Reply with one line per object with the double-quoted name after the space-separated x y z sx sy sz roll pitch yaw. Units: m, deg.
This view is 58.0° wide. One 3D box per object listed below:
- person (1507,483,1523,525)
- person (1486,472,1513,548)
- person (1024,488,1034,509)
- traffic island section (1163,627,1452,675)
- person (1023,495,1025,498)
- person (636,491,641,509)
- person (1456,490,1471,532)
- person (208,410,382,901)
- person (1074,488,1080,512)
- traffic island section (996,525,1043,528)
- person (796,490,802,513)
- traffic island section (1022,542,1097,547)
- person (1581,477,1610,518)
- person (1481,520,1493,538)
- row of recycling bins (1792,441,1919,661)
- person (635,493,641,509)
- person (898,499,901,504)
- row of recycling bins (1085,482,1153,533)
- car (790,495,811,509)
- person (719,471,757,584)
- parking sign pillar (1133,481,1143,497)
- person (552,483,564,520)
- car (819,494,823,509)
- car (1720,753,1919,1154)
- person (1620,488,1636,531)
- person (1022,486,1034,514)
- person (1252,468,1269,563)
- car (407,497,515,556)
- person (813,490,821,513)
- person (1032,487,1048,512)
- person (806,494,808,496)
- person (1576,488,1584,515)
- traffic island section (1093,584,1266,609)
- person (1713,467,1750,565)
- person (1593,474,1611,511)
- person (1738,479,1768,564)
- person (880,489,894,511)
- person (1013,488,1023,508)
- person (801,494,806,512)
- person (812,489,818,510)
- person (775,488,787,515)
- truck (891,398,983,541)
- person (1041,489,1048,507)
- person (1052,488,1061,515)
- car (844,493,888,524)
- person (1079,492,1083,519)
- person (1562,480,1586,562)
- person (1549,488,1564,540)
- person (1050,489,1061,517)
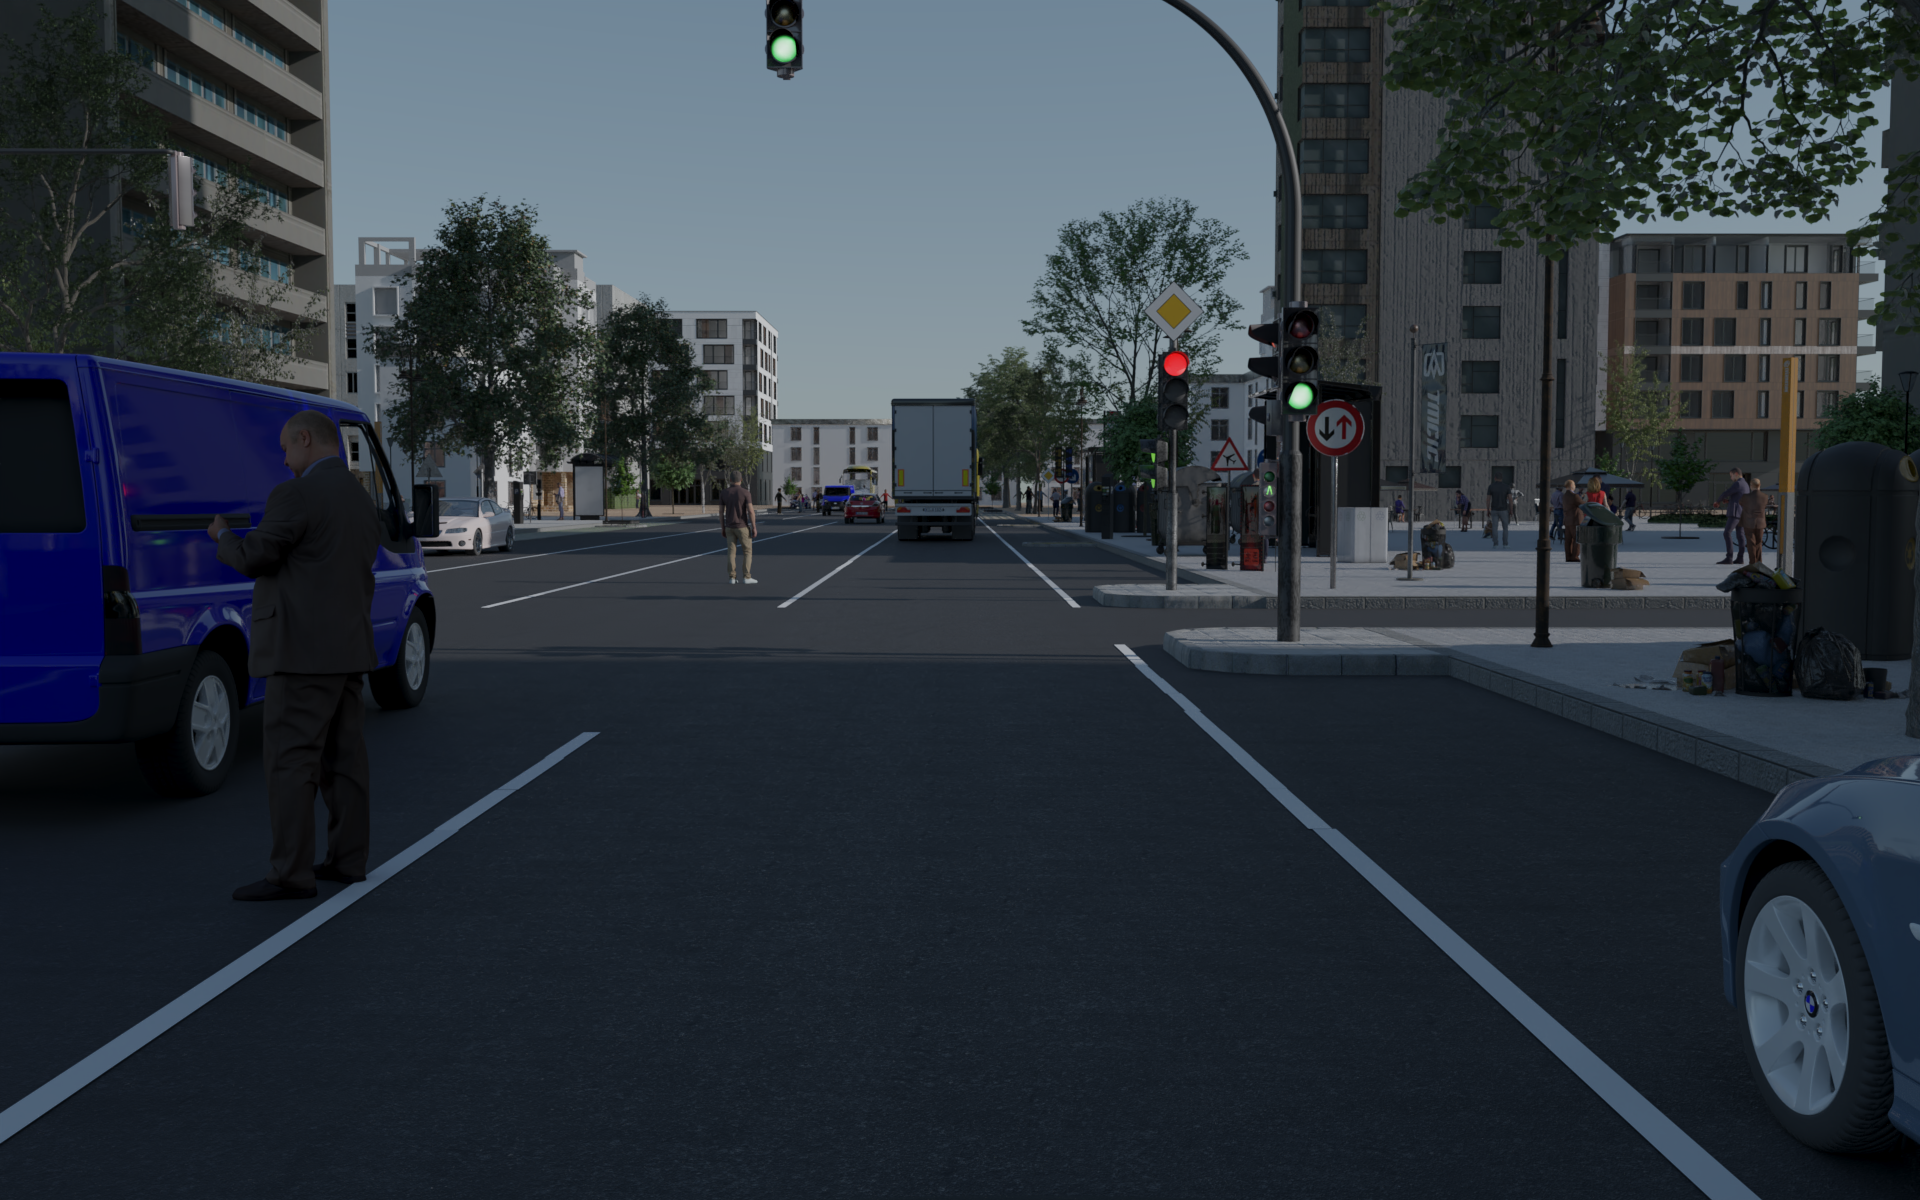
22.588 -3.920 70.857 0.841 1.734 0.376 1 4 9 "person"
12.747 -2.124 40.890 0.598 1.807 0.434 2 4 27 "person"
5.979 -8.693 148.178 0.705 1.822 1.348 3 5 45 "person"
2.882 0.437 15.143 2.009 0.180 2.903 0 4 0 "traffic island section"
5.341 -7.795 134.219 1.217 1.735 0.721 -2 4 -35 "person"
-28.263 -8.934 152.644 0.750 1.759 0.617 1 4 21 "person"
16.965 -3.007 58.444 0.697 1.427 0.421 -3 4 -39 "person"
-2.416 0.176 6.307 0.600 1.739 0.565 -1 4 -15 "person"
8.606 -7.331 126.610 0.721 1.736 1.217 -1 4 -15 "person"
2.584 -3.201 75.200 1.991 0.108 1.994 0 4 0 "traffic island section"
-12.192 -7.460 131.184 0.721 1.735 1.217 0 4 7 "person"
2.723 -1.525 47.792 1.991 0.108 1.994 0 4 0 "traffic island section"
12.643 -1.634 34.470 0.593 1.614 0.444 2 4 29 "person"
15.311 -2.059 50.175 0.357 0.543 0.381 3 5 42 "person"
8.361 -0.421 13.991 3.534 1.692 1.069 -1 4 -12 "row of recycling bins"
-25.464 -7.860 137.741 0.799 1.438 0.628 -1 4 -18 "person"
-3.687 -6.087 108.829 0.742 1.727 0.445 3 5 44 "person"
5.809 -3.077 57.419 3.534 1.692 1.069 2 4 24 "row of recycling bins"
-15.335 -9.424 166.655 1.945 1.354 3.894 0 4 2 "car"
-3.554 -1.175 27.832 0.598 1.807 0.434 1 4 22 "person"
7.281 -5.091 71.707 1.447 3.967 1.447 3 5 44 "parking sign pillar"
-19.506 -4.775 83.988 0.599 1.838 0.709 0 4 -7 "person"
-12.782 -9.613 166.966 2.009 1.686 4.222 0 4 -1 "car"
2.703 0.592 2.319 2.014 1.417 4.499 0 4 0 "car"
22.995 -3.135 59.508 0.569 1.553 0.471 0 4 2 "person"
4.425 -6.442 111.376 0.705 1.822 1.348 -3 5 -42 "person"
5.438 -1.560 32.075 0.617 1.759 0.750 -1 4 -14 "person"
-12.129 -1.802 41.817 2.083 1.381 4.827 0 4 0 "car"
-11.041 -7.634 133.842 0.721 1.766 1.217 -2 4 -32 "person"
5.825 -7.346 126.135 1.348 1.826 0.705 -1 4 -19 "person"
-15.365 -9.840 172.608 0.599 1.433 0.991 2 4 33 "person"
20.471 -2.996 57.087 0.516 1.574 0.319 -1 4 -17 "person"
2.843 -0.052 23.128 2.009 0.180 2.903 0 4 0 "traffic island section"
14.077 -1.540 31.677 0.568 1.767 0.683 3 5 44 "person"
15.147 -2.114 41.050 0.568 1.767 0.683 -2 4 -31 "person"
13.726 -1.328 30.024 0.482 1.546 0.388 0 4 4 "person"
-6.094 -8.199 142.487 1.348 1.831 0.705 -2 4 -31 "person"
5.120 -8.820 149.873 0.705 1.869 1.348 -3 5 -43 "person"
-12.380 -7.650 136.804 0.991 1.433 0.599 2 4 27 "person"
-12.566 -8.742 151.307 0.709 1.838 0.599 1 4 23 "person"
-12.564 -6.893 120.825 0.705 1.869 1.348 -3 5 -42 "person"
-0.690 -4.123 56.325 2.839 4.237 11.283 0 4 1 "truck"
7.933 -9.976 169.169 1.348 1.821 0.705 -1 4 -13 "person"
6.018 -6.142 107.930 0.593 1.643 0.415 -1 4 -22 "person"
-4.676 -4.667 85.346 2.155 1.783 4.494 0 4 1 "car"
6.331 -4.942 87.668 0.431 1.722 0.655 -3 5 -44 "person"
11.564 -1.489 32.655 0.388 1.546 0.482 0 4 -7 "person"
16.655 -2.454 48.117 0.435 1.587 0.963 -1 4 -18 "person"
5.317 -5.413 96.757 0.614 1.554 0.590 1 4 10 "person"
